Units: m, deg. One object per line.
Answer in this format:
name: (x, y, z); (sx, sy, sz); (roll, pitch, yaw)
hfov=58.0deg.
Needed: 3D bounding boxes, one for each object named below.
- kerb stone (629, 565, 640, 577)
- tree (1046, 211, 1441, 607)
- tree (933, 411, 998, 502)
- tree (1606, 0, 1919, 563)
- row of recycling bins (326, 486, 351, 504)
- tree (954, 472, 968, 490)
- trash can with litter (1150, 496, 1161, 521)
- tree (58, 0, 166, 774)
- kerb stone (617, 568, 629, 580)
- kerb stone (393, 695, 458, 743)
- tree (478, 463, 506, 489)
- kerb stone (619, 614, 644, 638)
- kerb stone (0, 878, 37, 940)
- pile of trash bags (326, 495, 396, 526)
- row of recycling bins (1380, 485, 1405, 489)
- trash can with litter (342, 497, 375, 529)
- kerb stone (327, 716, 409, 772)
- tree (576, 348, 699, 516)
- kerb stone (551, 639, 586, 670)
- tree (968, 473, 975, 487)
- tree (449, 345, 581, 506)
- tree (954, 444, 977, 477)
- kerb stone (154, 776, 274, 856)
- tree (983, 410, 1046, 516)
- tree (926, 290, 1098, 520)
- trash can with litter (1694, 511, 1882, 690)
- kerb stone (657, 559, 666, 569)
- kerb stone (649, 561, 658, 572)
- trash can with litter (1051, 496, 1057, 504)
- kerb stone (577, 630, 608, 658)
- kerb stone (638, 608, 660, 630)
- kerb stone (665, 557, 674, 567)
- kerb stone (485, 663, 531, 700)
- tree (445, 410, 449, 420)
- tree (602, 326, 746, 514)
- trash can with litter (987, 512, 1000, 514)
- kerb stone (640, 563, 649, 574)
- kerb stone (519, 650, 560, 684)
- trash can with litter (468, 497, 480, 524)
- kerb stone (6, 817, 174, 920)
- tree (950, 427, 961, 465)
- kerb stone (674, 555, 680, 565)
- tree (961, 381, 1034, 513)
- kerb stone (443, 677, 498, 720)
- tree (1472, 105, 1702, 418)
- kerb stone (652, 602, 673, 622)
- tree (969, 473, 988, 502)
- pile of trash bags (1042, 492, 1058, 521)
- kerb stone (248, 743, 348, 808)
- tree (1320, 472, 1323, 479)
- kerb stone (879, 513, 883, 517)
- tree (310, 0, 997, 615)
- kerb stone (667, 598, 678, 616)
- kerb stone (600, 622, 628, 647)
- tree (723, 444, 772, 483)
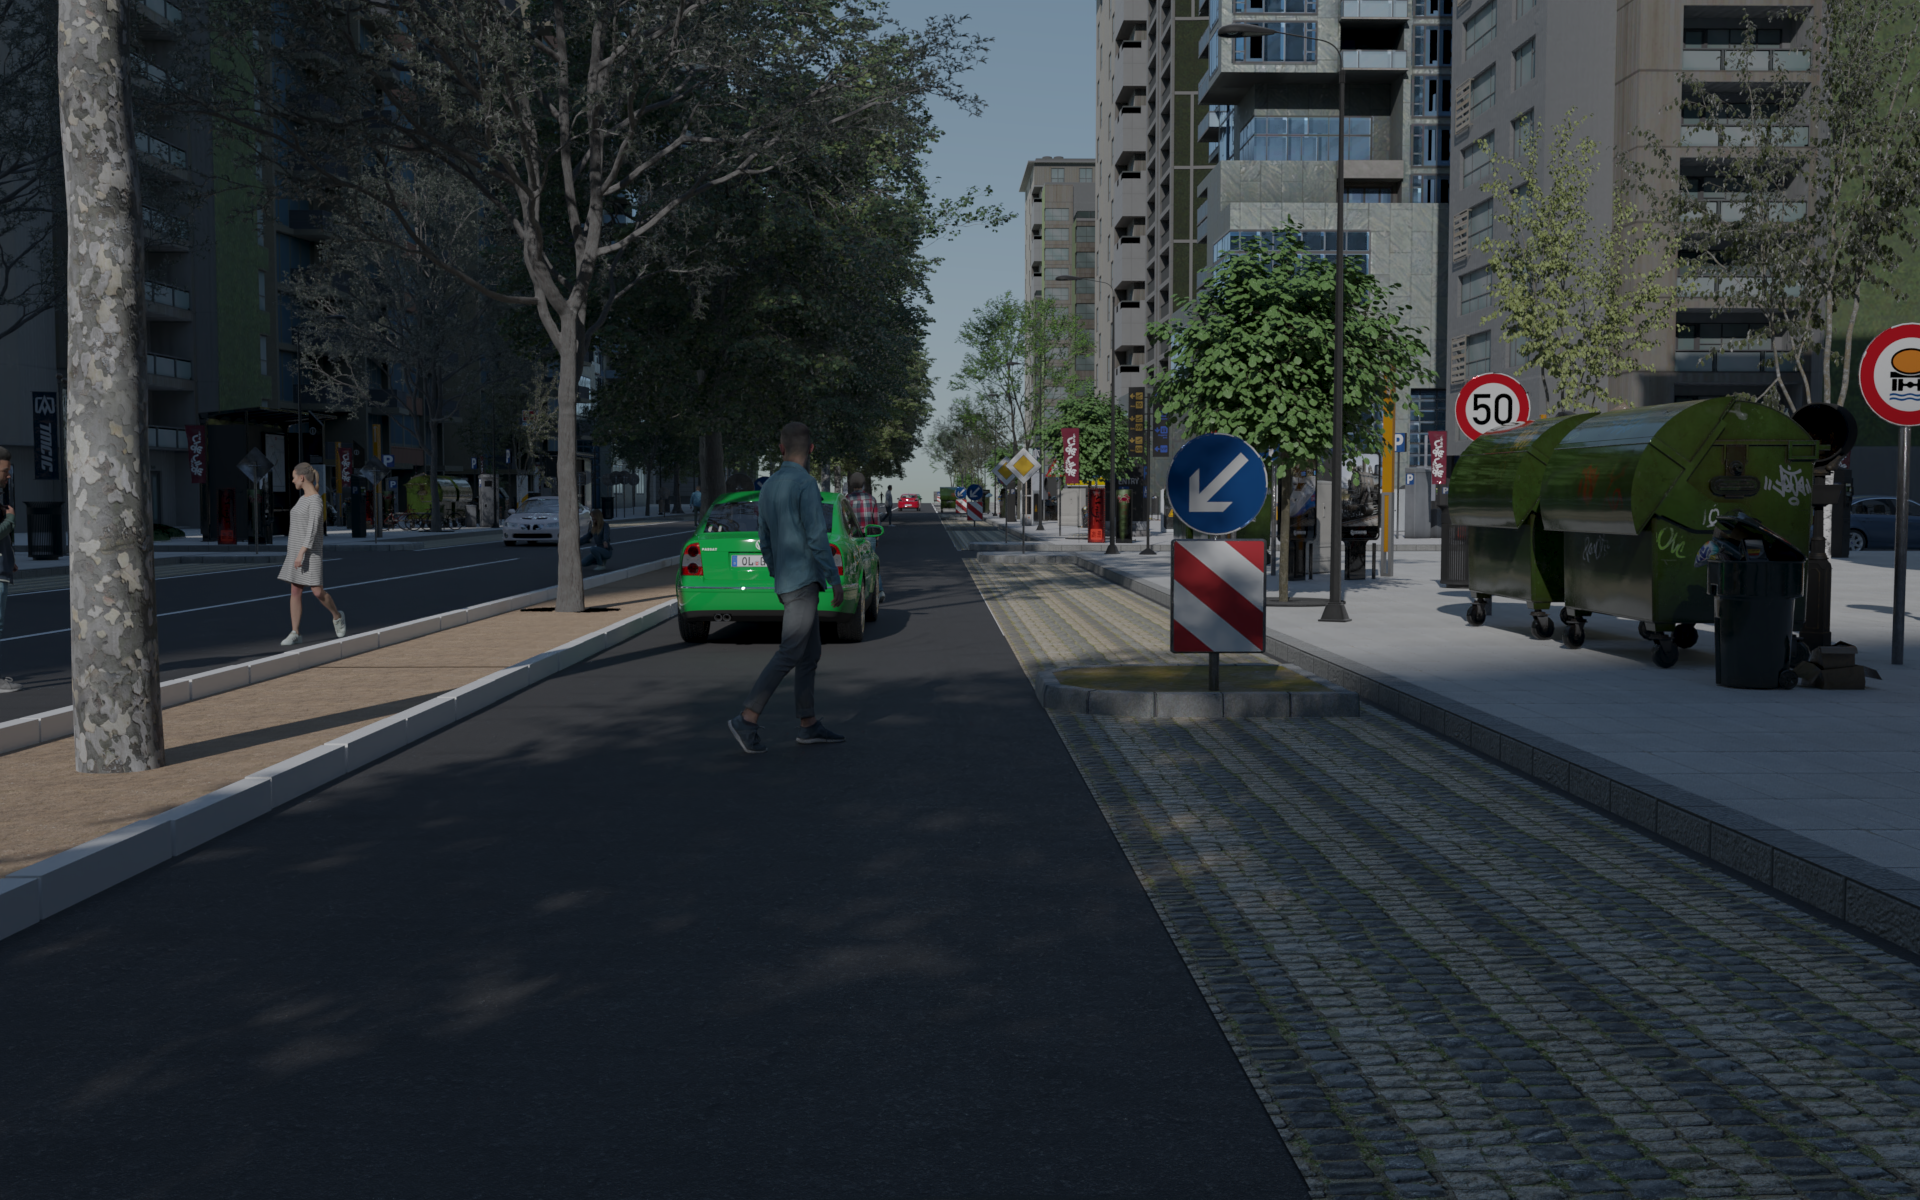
kerb stone: (-5.713, -0.470, 29.901); (0.120, 0.150, 1.000); (0, 4, -1)
tree: (3.842, -2.229, 20.153); (4.285, 4.588, 4.351); (0, 3, 0)
tree: (1.496, -15.297, 184.520); (7.601, 10.594, 8.767); (3, 5, 41)
tree: (10.345, -4.312, 20.859); (4.360, 8.622, 3.978); (0, 3, 0)
row of recycling bins: (-28.287, -4.184, 75.526); (3.534, 1.692, 1.069); (-1, 4, -15)
tree: (0.794, -15.428, 235.965); (4.285, 4.588, 4.351); (0, 3, 0)
trash can with litter: (9.562, -4.439, 83.636); (1.678, 1.210, 2.233); (-2, 4, -30)
tree: (-3.143, -9.127, 7.578); (12.611, 20.169, 13.585); (0, 3, 0)
kerb stone: (-5.702, -0.407, 28.874); (0.120, 0.150, 1.000); (0, 4, -1)
kerb stone: (-3.238, 0.722, 10.430); (0.120, 0.150, 1.000); (0, 4, -1)
tree: (-28.454, -6.779, 105.435); (1.663, 3.219, 1.824); (0, 3, 0)
kerb stone: (-3.377, 0.281, 17.602); (0.120, 0.150, 1.000); (0, 4, -1)
kerb stone: (-3.136, 1.037, 5.302); (0.120, 0.150, 1.000); (0, 4, -1)
pile of trash bags: (-24.167, -3.630, 69.110); (3.447, 1.369, 1.912); (0, 4, 7)
row of recycling bins: (19.224, -4.227, 76.218); (3.534, 1.692, 1.069); (1, 4, 23)
trash can with litter: (-22.047, -3.185, 63.465); (1.055, 1.170, 0.624); (-3, 5, -44)
kerb stone: (-3.218, 0.782, 9.406); (0.120, 0.150, 1.000); (0, 4, -1)
tree: (-18.218, -10.155, 100.438); (8.767, 10.594, 7.601); (-1, 4, -9)
kerb stone: (-3.315, 0.469, 14.530); (0.120, 0.150, 1.000); (0, 4, -1)
tree: (3.055, -7.304, 103.127); (4.285, 4.588, 4.351); (0, 3, 0)
tree: (-18.673, -7.564, 74.034); (4.360, 8.622, 3.978); (0, 3, 0)
tree: (0.492, -18.042, 245.346); (4.737, 8.622, 4.395); (0, 3, 0)
kerb stone: (-3.172, 0.915, 7.347); (0.120, 0.150, 1.000); (0, 4, -1)
tree: (3.660, -4.012, 49.305); (4.285, 4.588, 4.351); (0, 3, 0)
tree: (3.138, -9.867, 87.076); (9.928, 11.665, 9.643); (0, 3, 0)
trash can with litter: (5.512, -0.010, 11.547); (1.055, 1.170, 0.624); (0, 4, 0)
kerb stone: (-5.775, -0.655, 32.972); (0.120, 0.150, 1.000); (0, 4, -1)
kerb stone: (-5.759, -0.597, 31.950); (0.120, 0.150, 1.000); (0, 4, -1)
trash can with litter: (4.852, -5.150, 95.583); (1.055, 1.170, 0.624); (0, 4, -5)
kerb stone: (-3.341, 0.406, 15.552); (0.120, 0.150, 1.000); (0, 4, -1)
kerb stone: (-3.395, 0.219, 18.627); (0.120, 0.150, 1.000); (0, 4, -1)
kerb stone: (-5.807, -0.722, 34.000); (0.120, 0.150, 1.000); (0, 4, -1)
kerb stone: (-3.284, 0.595, 12.476); (0.120, 0.150, 1.000); (0, 4, -1)
tree: (-27.669, -9.166, 100.224); (4.360, 8.622, 3.978); (0, 3, 0)
tree: (-18.643, -11.995, 113.120); (9.611, 12.733, 9.660); (0, 3, 0)
trash can with litter: (2.443, -6.048, 109.942); (2.233, 1.210, 1.678); (0, 4, 1)
kerb stone: (-5.740, -0.534, 30.923); (0.120, 0.150, 1.000); (0, 4, -1)
kerb stone: (-3.303, 0.532, 13.508); (0.120, 0.150, 1.000); (0, 4, -1)
trash can with litter: (-20.969, -3.899, 75.142); (0.624, 1.170, 1.055); (0, 4, -6)
kerb stone: (-3.158, 0.971, 6.325); (0.120, 0.150, 1.000); (0, 4, -1)
tree: (1.460, -12.275, 151.065); (4.360, 8.622, 3.978); (0, 3, 0)
kerb stone: (-5.814, -0.785, 35.023); (0.120, 0.150, 1.000); (0, 4, -1)
tree: (2.648, -9.939, 112.871); (4.360, 8.622, 3.978); (0, 3, 0)
kerb stone: (-3.255, 0.657, 11.454); (0.120, 0.150, 1.000); (0, 4, -1)
tree: (11.624, -5.063, 33.140); (4.737, 8.622, 4.395); (0, 3, 0)
kerb stone: (-3.424, 0.156, 19.649); (0.120, 0.150, 1.000); (0, 4, -1)
tree: (1.983, -11.031, 174.955); (1.663, 3.219, 1.824); (0, 3, 0)
pile of trash bags: (4.709, -4.579, 84.623); (1.912, 1.369, 3.447); (-1, 4, -20)
kerb stone: (-3.201, 0.849, 8.379); (0.120, 0.150, 1.000); (0, 4, -1)
tree: (14.439, -4.348, 65.693); (1.663, 3.219, 1.824); (0, 3, 0)
kerb stone: (-5.347, -5.897, 118.615); (0.120, 0.150, 1.000); (0, 4, -1)
tree: (-4.767, -6.602, 20.775); (12.009, 13.543, 11.850); (0, 3, 0)
kerb stone: (-3.438, 0.093, 20.680); (0.120, 0.150, 1.000); (0, 4, -1)
kerb stone: (-3.351, 0.344, 16.574); (0.120, 0.150, 1.000); (0, 4, -1)
tree: (-20.145, -13.159, 165.514); (4.737, 8.622, 4.395); (0, 3, 0)
